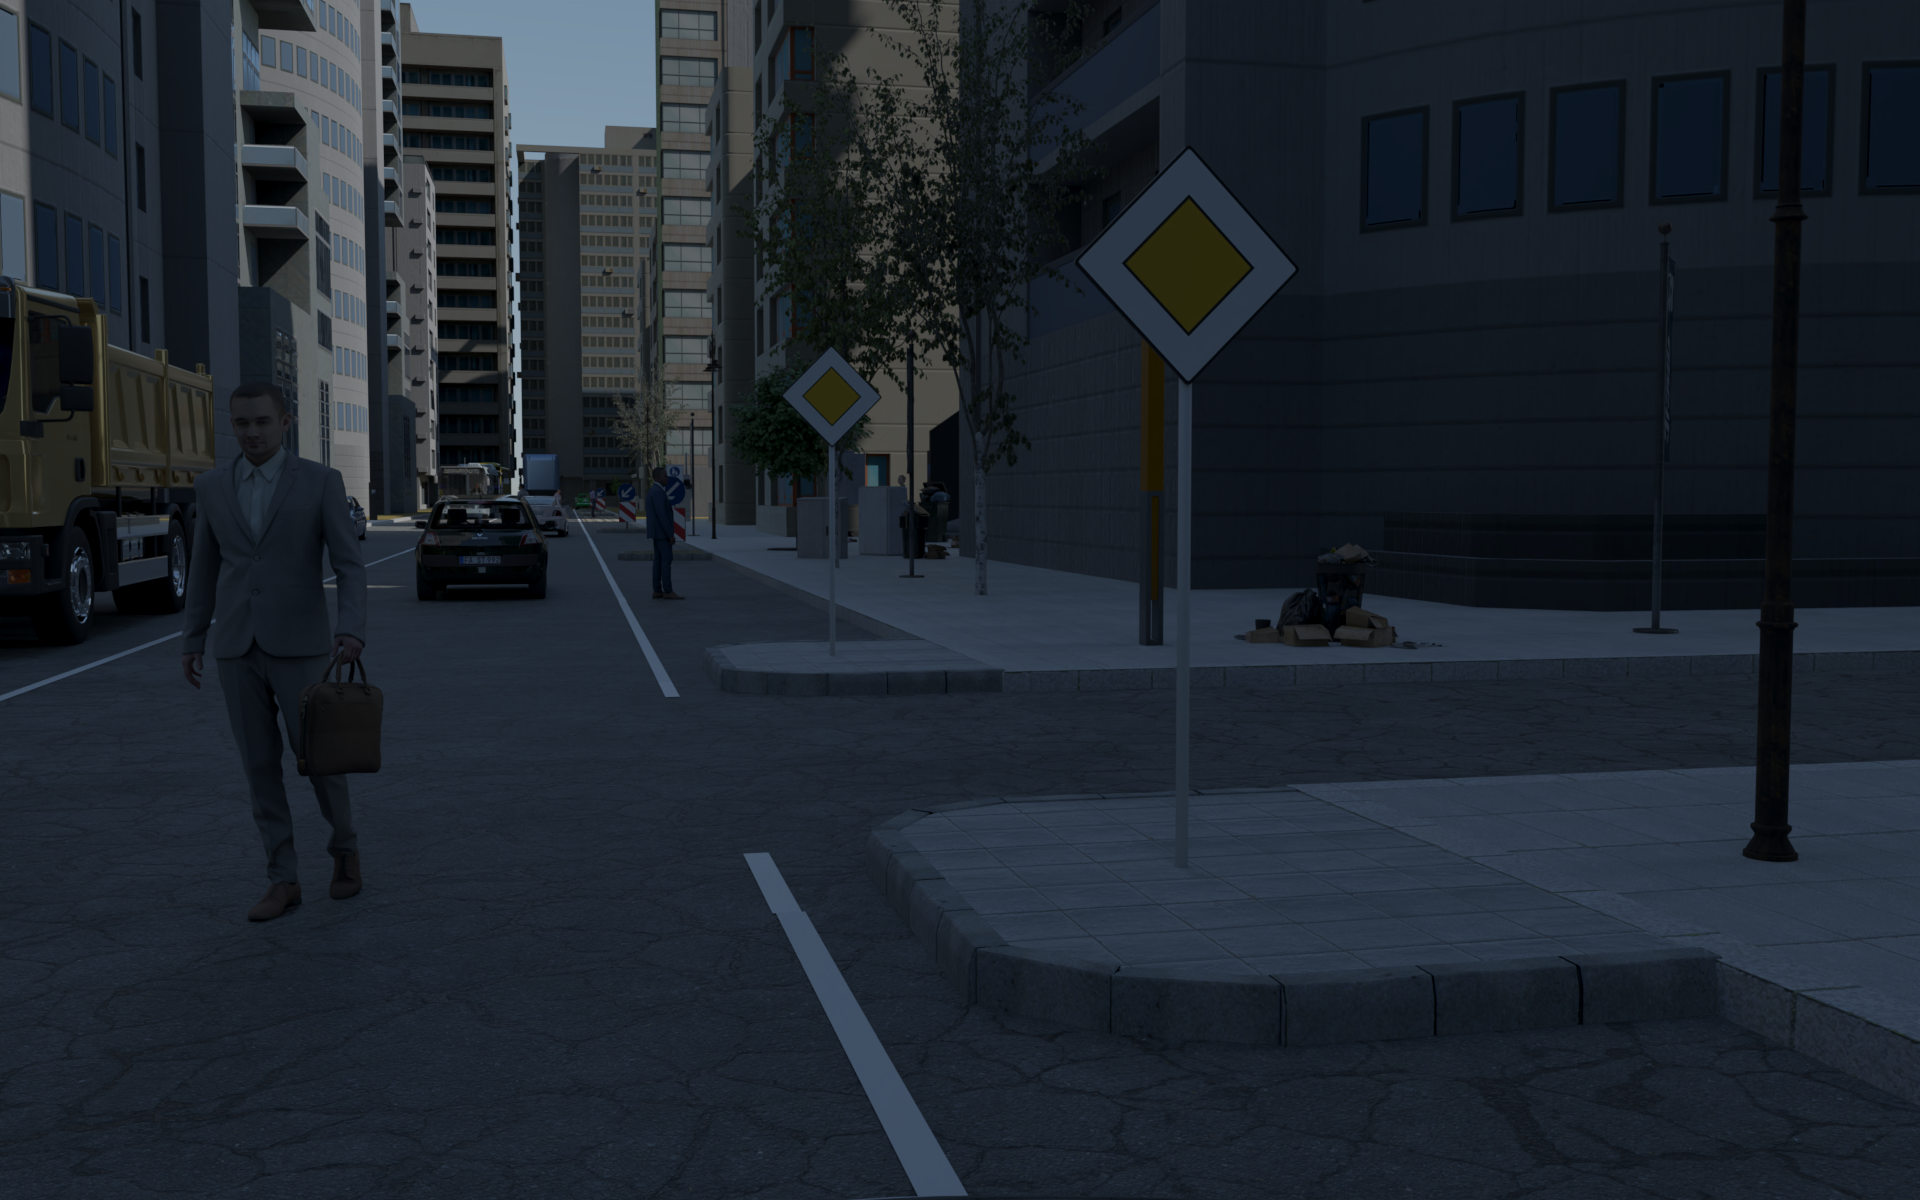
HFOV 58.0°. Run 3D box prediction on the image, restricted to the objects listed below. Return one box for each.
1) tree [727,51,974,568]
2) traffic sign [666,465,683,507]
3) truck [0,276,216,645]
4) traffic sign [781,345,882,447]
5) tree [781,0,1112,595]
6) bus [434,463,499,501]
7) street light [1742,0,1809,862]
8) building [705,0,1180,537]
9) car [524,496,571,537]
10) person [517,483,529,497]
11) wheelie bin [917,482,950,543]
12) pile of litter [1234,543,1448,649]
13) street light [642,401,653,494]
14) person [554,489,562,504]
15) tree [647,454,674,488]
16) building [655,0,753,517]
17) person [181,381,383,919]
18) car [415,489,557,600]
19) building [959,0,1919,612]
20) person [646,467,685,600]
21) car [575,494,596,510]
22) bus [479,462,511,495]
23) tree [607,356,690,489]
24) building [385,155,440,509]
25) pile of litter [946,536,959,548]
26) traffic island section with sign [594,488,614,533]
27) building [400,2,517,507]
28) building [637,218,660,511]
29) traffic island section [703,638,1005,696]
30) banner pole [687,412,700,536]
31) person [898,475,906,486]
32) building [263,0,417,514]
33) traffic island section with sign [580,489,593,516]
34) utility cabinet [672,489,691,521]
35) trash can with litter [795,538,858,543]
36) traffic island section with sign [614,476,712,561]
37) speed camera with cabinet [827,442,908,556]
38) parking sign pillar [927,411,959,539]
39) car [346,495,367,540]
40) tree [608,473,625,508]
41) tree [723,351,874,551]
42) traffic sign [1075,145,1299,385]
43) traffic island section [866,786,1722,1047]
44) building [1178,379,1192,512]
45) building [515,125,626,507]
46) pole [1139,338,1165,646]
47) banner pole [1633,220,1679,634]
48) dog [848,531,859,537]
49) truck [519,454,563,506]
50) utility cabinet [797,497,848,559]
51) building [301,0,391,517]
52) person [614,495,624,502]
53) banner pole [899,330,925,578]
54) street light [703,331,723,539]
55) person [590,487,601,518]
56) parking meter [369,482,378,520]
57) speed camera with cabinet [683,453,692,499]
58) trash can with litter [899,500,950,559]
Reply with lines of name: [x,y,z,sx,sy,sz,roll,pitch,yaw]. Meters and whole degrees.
tree: [-1.962,-4.868,29.949,4.737,8.622,4.395,0,3,0]
traffic sign: [-9.873,-3.541,60.018,0.606,2.300,0.079,0,4,-5]
truck: [-10.075,-1.365,18.246,3.469,3.379,9.791,-1,4,-14]
traffic sign: [-0.988,-0.701,13.659,0.795,2.593,0.064,-1,4,-13]
tree: [0.074,-4.360,21.647,4.360,8.622,3.978,0,3,0]
bus: [-28.785,-6.533,101.668,2.948,3.499,13.247,-1,4,-12]
street light: [2.864,-2.028,5.942,0.468,5.910,1.993,-1,4,-13]
building: [5.118,-13.637,68.001,27.650,21.520,28.899,-1,4,-13]
car: [-14.314,-2.849,58.938,2.083,1.381,4.827,-1,4,-11]
person: [-16.750,-3.560,66.546,0.795,1.843,0.661,2,4,31]
wheelie bin: [-0.687,-2.328,45.970,0.980,1.594,0.693,2,4,31]
pile of litter: [3.228,-0.055,14.858,1.719,0.858,1.176,3,5,45]
street light: [-15.567,-6.948,86.384,0.468,5.910,1.993,-1,4,-13]
person: [-23.271,-5.565,100.424,0.436,1.711,0.756,2,4,31]
tree: [-14.468,-5.490,84.358,1.663,3.219,1.824,0,3,0]
building: [-11.009,-25.646,102.909,14.154,41.232,14.086,-1,4,-13]
person: [-2.321,0.166,5.907,0.709,1.813,0.853,0,4,-6]
car: [-6.822,-0.924,24.890,2.009,1.686,4.222,-1,4,-13]
building: [15.617,-29.779,28.881,28.212,58.520,21.231,-1,4,-13]
person: [-4.088,-0.919,23.703,0.419,1.800,0.721,-2,4,-30]
car: [-34.321,-9.173,158.772,1.959,1.807,4.718,-1,4,-11]
bus: [-37.456,-8.959,138.028,2.896,3.916,12.252,-1,4,-11]
tree: [-16.322,-8.630,91.468,4.360,8.622,3.978,0,3,0]
building: [-52.359,-23.065,148.817,14.107,30.474,14.160,-1,4,-13]
pile of litter: [0.273,-1.670,41.276,1.719,0.858,1.176,0,4,7]
traffic island section with sign: [-12.512,-3.411,64.397,1.989,1.847,2.006,-1,4,-13]
building: [-56.470,-33.732,175.216,21.600,48.544,21.300,-1,4,-13]
building: [-8.795,-17.185,126.013,27.650,21.520,28.899,-1,4,-13]
traffic island section: [-0.966,0.522,13.747,2.009,0.180,2.903,-1,4,-13]
banner pole: [-8.242,-3.868,53.267,0.401,3.779,0.863,-1,4,-16]
person: [-1.450,-2.333,44.609,0.534,1.772,0.576,-2,4,-31]
building: [-50.502,-49.543,122.703,22.319,86.520,31.000,-1,4,-13]
traffic island section with sign: [-23.583,-6.382,112.967,1.989,1.847,2.006,-1,4,-13]
utility cabinet: [-13.020,-4.365,80.049,0.318,1.500,1.173,3,5,43]
trash can with litter: [-3.574,-2.129,45.863,2.233,1.210,1.678,-3,5,-42]
traffic island section with sign: [-6.517,-1.803,38.115,1.989,1.847,2.006,-1,4,-13]
speed camera with cabinet: [-1.969,-2.586,36.620,0.660,3.252,2.038,-3,5,-43]
parking sign pillar: [-0.278,-3.763,50.003,1.447,3.967,1.447,-1,4,-15]
car: [-19.115,-2.487,52.657,2.014,1.417,4.499,-1,4,-13]
tree: [-31.411,-10.025,158.508,1.663,3.219,1.824,0,3,0]
tree: [-3.668,-3.418,39.599,4.285,4.588,4.351,0,3,0]
traffic sign: [0.787,-0.225,5.873,0.795,2.593,0.064,-1,4,-13]
traffic island section: [0.808,0.998,5.961,2.009,0.180,2.903,-1,4,-13]
building: [16.613,-32.802,160.017,21.600,48.544,21.300,-1,4,-13]
building: [-35.099,-30.202,185.676,23.993,40.220,32.217,-1,4,-13]
pole: [1.625,-1.271,14.627,0.158,3.312,0.155,0,3,0]
banner pole: [6.565,-1.598,16.143,0.401,3.779,0.863,2,4,30]
dog: [-3.293,-2.064,51.479,0.748,0.427,0.550,-1,4,-10]
truck: [-26.993,-7.461,111.743,2.967,4.110,18.799,-1,4,-14]
utility cabinet: [-2.745,-1.427,34.495,1.020,1.237,0.306,2,4,26]
building: [-44.085,-33.805,94.709,21.231,58.520,28.212,-1,4,-13]
person: [-26.960,-8.039,138.160,1.217,1.739,0.721,0,4,6]
banner pole: [-0.763,-2.222,26.355,0.401,3.779,0.863,0,4,5]
street light: [-7.017,-4.675,49.227,0.468,5.910,1.993,-1,4,-13]
person: [-22.132,-5.924,105.220,0.599,1.838,0.709,-2,4,-28]
parking meter: [-28.771,-4.847,84.954,0.399,1.863,0.255,-2,4,-28]
speed camera with cabinet: [-13.740,-5.403,82.667,2.038,3.252,0.660,-1,4,-13]
trash can with litter: [-0.685,-1.404,34.350,1.055,1.170,0.624,2,4,29]
